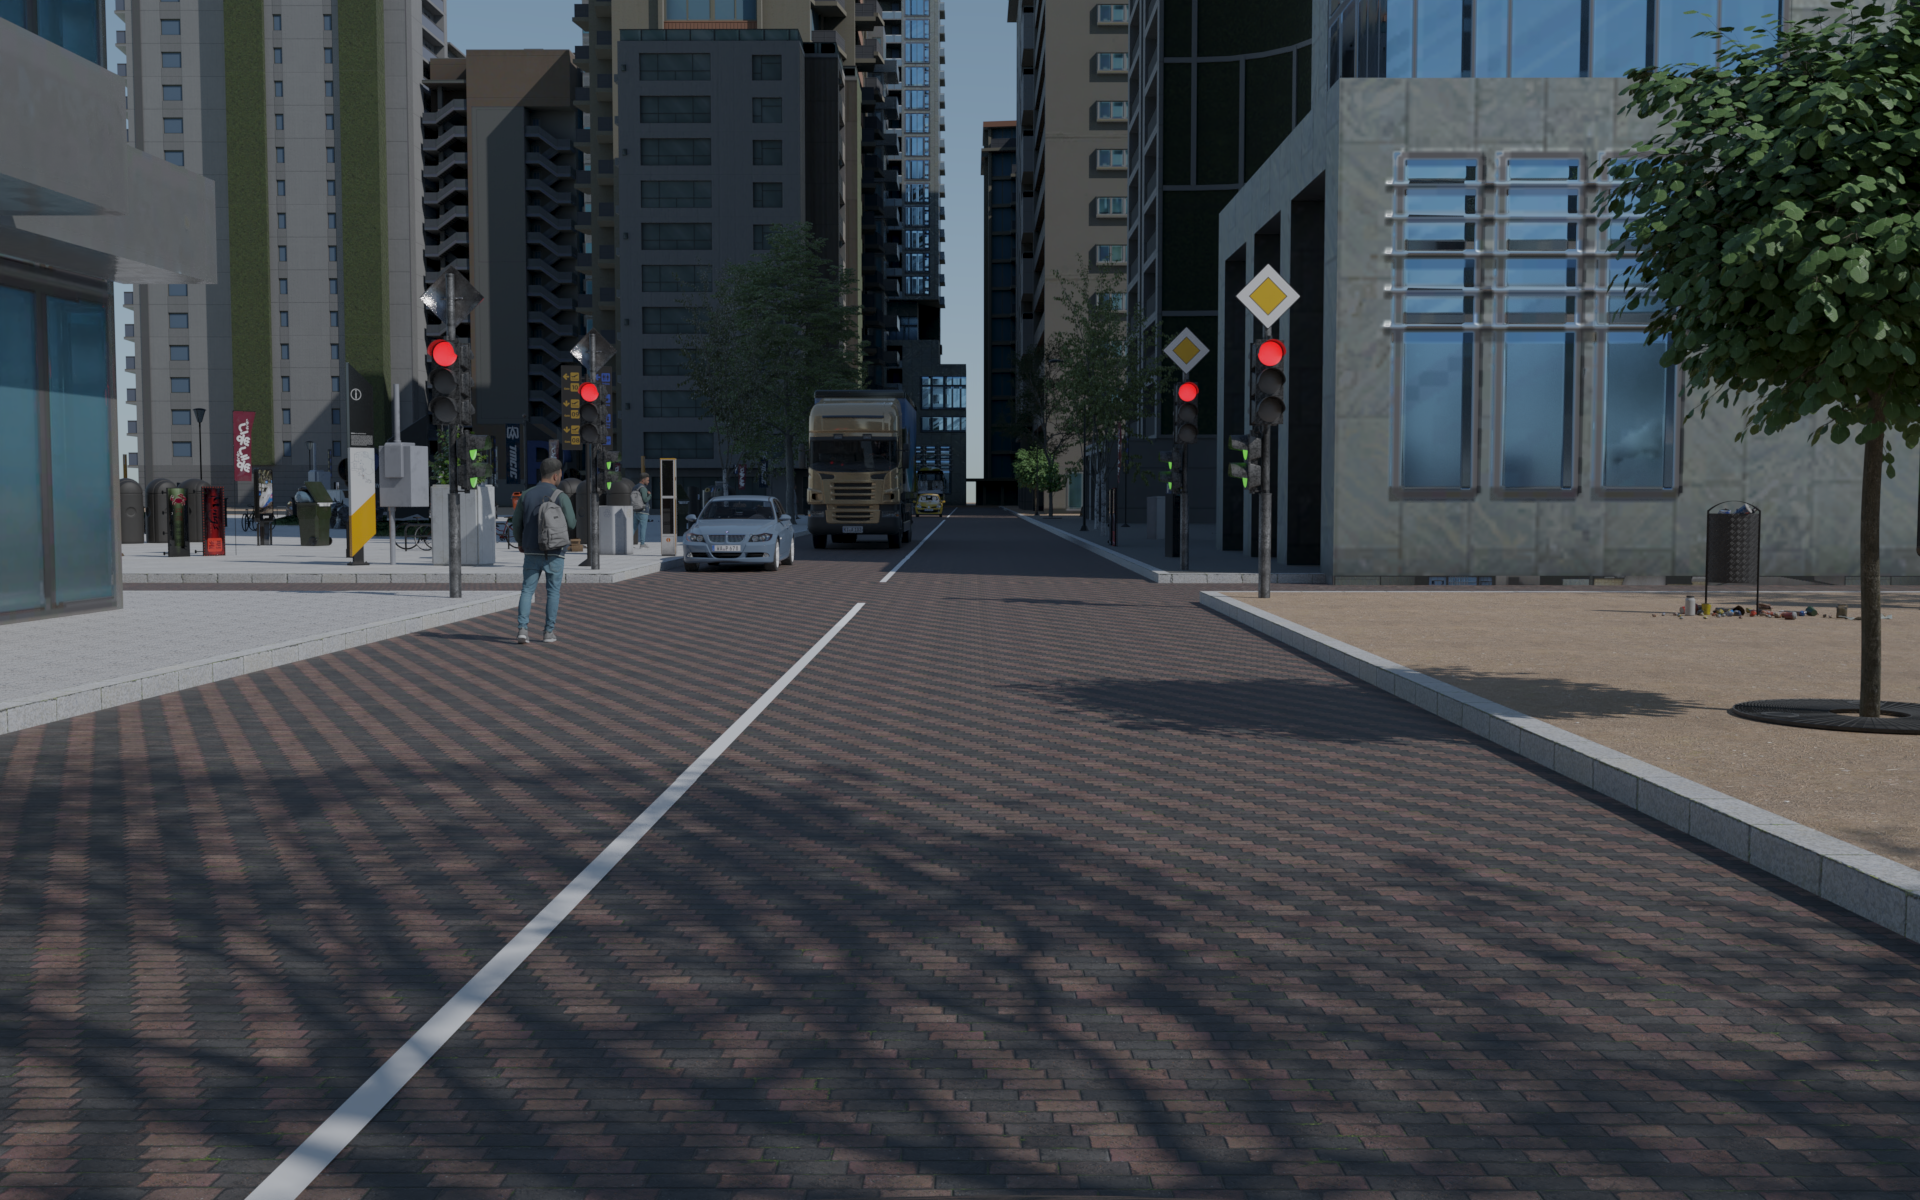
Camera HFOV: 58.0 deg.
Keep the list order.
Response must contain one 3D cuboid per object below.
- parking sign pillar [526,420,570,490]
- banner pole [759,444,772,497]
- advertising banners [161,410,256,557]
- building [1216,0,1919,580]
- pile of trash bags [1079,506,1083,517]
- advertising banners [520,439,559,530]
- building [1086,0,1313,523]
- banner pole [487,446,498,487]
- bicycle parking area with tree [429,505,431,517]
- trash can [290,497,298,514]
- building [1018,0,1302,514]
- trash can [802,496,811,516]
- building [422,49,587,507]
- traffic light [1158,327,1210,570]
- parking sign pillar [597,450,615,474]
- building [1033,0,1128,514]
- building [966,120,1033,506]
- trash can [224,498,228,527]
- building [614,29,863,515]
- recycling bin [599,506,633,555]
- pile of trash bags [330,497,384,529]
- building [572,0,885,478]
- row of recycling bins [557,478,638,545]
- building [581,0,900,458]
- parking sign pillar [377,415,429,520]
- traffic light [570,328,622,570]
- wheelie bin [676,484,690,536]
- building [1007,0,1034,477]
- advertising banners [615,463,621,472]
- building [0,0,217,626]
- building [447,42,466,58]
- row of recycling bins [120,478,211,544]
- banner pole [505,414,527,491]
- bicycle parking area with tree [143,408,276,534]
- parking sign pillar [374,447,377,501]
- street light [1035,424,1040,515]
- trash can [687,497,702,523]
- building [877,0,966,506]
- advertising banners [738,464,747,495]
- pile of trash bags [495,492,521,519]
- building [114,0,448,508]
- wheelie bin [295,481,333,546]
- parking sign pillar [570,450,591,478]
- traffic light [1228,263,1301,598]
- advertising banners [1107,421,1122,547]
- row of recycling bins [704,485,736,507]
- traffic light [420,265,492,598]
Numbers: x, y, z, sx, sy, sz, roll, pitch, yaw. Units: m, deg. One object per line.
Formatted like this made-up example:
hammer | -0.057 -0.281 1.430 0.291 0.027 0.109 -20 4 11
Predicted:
parking sign pillar | -15.131 -4.564 63.099 1.447 3.967 1.447 0 4 -6
banner pole | -9.452 -5.796 84.773 0.863 3.779 0.401 0 4 2
advertising banners | -15.478 -2.422 35.787 0.090 3.025 2.074 3 4 37
building | 21.435 -44.218 35.639 31.000 86.520 22.319 0 4 0
pile of trash bags | 8.617 -5.452 98.895 3.447 1.369 1.912 -2 4 -33
advertising banners | -13.591 -3.660 56.026 2.074 3.025 0.090 3 5 40
building | 16.605 -39.149 78.342 20.563 71.187 20.611 0 4 0
banner pole | -21.640 -5.505 80.031 0.863 3.779 0.401 2 4 29
bicycle parking area with tree | -33.145 -6.631 95.425 8.231 4.147 9.016 -2 4 -25
trash can | -29.160 -3.964 76.463 0.748 1.137 0.748 0 3 0
building | 15.310 -42.959 140.639 20.563 71.187 20.611 0 4 0
trash can | -8.996 -5.569 102.713 0.748 1.137 0.748 0 3 0
building | -44.030 -31.949 172.476 14.200 45.320 14.600 0 4 0
traffic light | 3.786 -2.467 29.253 0.839 4.253 0.868 0 4 0
parking sign pillar | -21.004 -6.823 100.034 1.447 3.967 1.447 2 4 33
building | 16.133 -30.370 120.259 21.300 48.544 21.600 0 4 0
building | 15.165 -33.198 197.404 28.867 44.769 22.147 0 4 0
trash can | -27.593 -3.228 64.432 0.748 1.137 0.748 0 3 0
building | -13.738 -20.790 111.622 14.160 30.474 14.107 0 4 0
recycling bin | -7.435 -1.484 36.810 0.722 1.027 0.722 2 4 24
pile of trash bags | -22.130 -3.297 63.652 1.912 1.369 3.447 -2 4 -32
building | -17.190 -29.237 132.654 22.147 44.769 28.867 0 4 0
row of recycling bins | -9.662 -2.295 44.637 3.534 1.692 1.069 3 4 36
building | -21.303 -33.545 168.063 30.456 49.044 23.786 0 4 0
parking sign pillar | -18.766 -4.300 58.770 1.447 3.967 1.447 -2 4 -31
traffic light | -6.175 -2.470 29.298 0.839 4.253 0.868 0 4 0
wheelie bin | -8.718 -2.750 52.864 0.693 1.594 0.980 2 4 27
building | 19.099 -35.253 165.626 28.713 52.752 27.495 0 4 0
advertising banners | -18.446 -6.149 96.721 2.074 3.025 0.090 0 4 7
building | -22.143 -23.780 8.409 30.456 49.044 23.786 0 4 0
building | -66.376 -37.495 202.278 27.495 52.752 28.713 0 4 0
row of recycling bins | -21.239 -2.326 45.142 1.069 1.692 3.534 3 5 41
banner pole | -13.758 -3.911 53.959 0.863 3.779 0.401 -2 4 -34
bicycle parking area with tree | -28.027 -4.335 57.877 8.231 4.147 9.016 1 4 15
parking sign pillar | -27.187 -5.594 79.941 1.447 3.967 1.447 0 4 6
street light | 4.118 -8.065 104.399 1.470 5.913 1.316 0 4 0
trash can | -11.151 -3.715 72.401 0.748 1.137 0.748 0 3 0
building | -14.763 -54.089 197.031 31.000 86.520 22.319 0 4 0
advertising banners | -13.419 -6.411 101.009 2.074 3.025 0.090 1 4 9
pile of trash bags | -23.802 -4.780 87.903 3.447 1.369 1.912 0 4 5
building | -65.302 -38.401 169.858 28.212 58.520 21.231 0 4 0
wheelie bin | -15.980 -2.133 42.776 0.693 1.594 0.980 1 4 16
parking sign pillar | -15.832 -4.940 69.234 1.447 3.967 1.447 -3 5 -41
traffic light | 3.737 -1.978 21.268 0.839 4.253 0.868 0 4 0
advertising banners | 3.805 -2.838 42.590 0.090 3.025 2.074 0 4 -2
row of recycling bins | -11.279 -4.552 81.544 1.069 1.692 3.534 -1 4 -21
traffic light | -6.224 -1.981 21.313 0.839 4.253 0.868 0 4 0
